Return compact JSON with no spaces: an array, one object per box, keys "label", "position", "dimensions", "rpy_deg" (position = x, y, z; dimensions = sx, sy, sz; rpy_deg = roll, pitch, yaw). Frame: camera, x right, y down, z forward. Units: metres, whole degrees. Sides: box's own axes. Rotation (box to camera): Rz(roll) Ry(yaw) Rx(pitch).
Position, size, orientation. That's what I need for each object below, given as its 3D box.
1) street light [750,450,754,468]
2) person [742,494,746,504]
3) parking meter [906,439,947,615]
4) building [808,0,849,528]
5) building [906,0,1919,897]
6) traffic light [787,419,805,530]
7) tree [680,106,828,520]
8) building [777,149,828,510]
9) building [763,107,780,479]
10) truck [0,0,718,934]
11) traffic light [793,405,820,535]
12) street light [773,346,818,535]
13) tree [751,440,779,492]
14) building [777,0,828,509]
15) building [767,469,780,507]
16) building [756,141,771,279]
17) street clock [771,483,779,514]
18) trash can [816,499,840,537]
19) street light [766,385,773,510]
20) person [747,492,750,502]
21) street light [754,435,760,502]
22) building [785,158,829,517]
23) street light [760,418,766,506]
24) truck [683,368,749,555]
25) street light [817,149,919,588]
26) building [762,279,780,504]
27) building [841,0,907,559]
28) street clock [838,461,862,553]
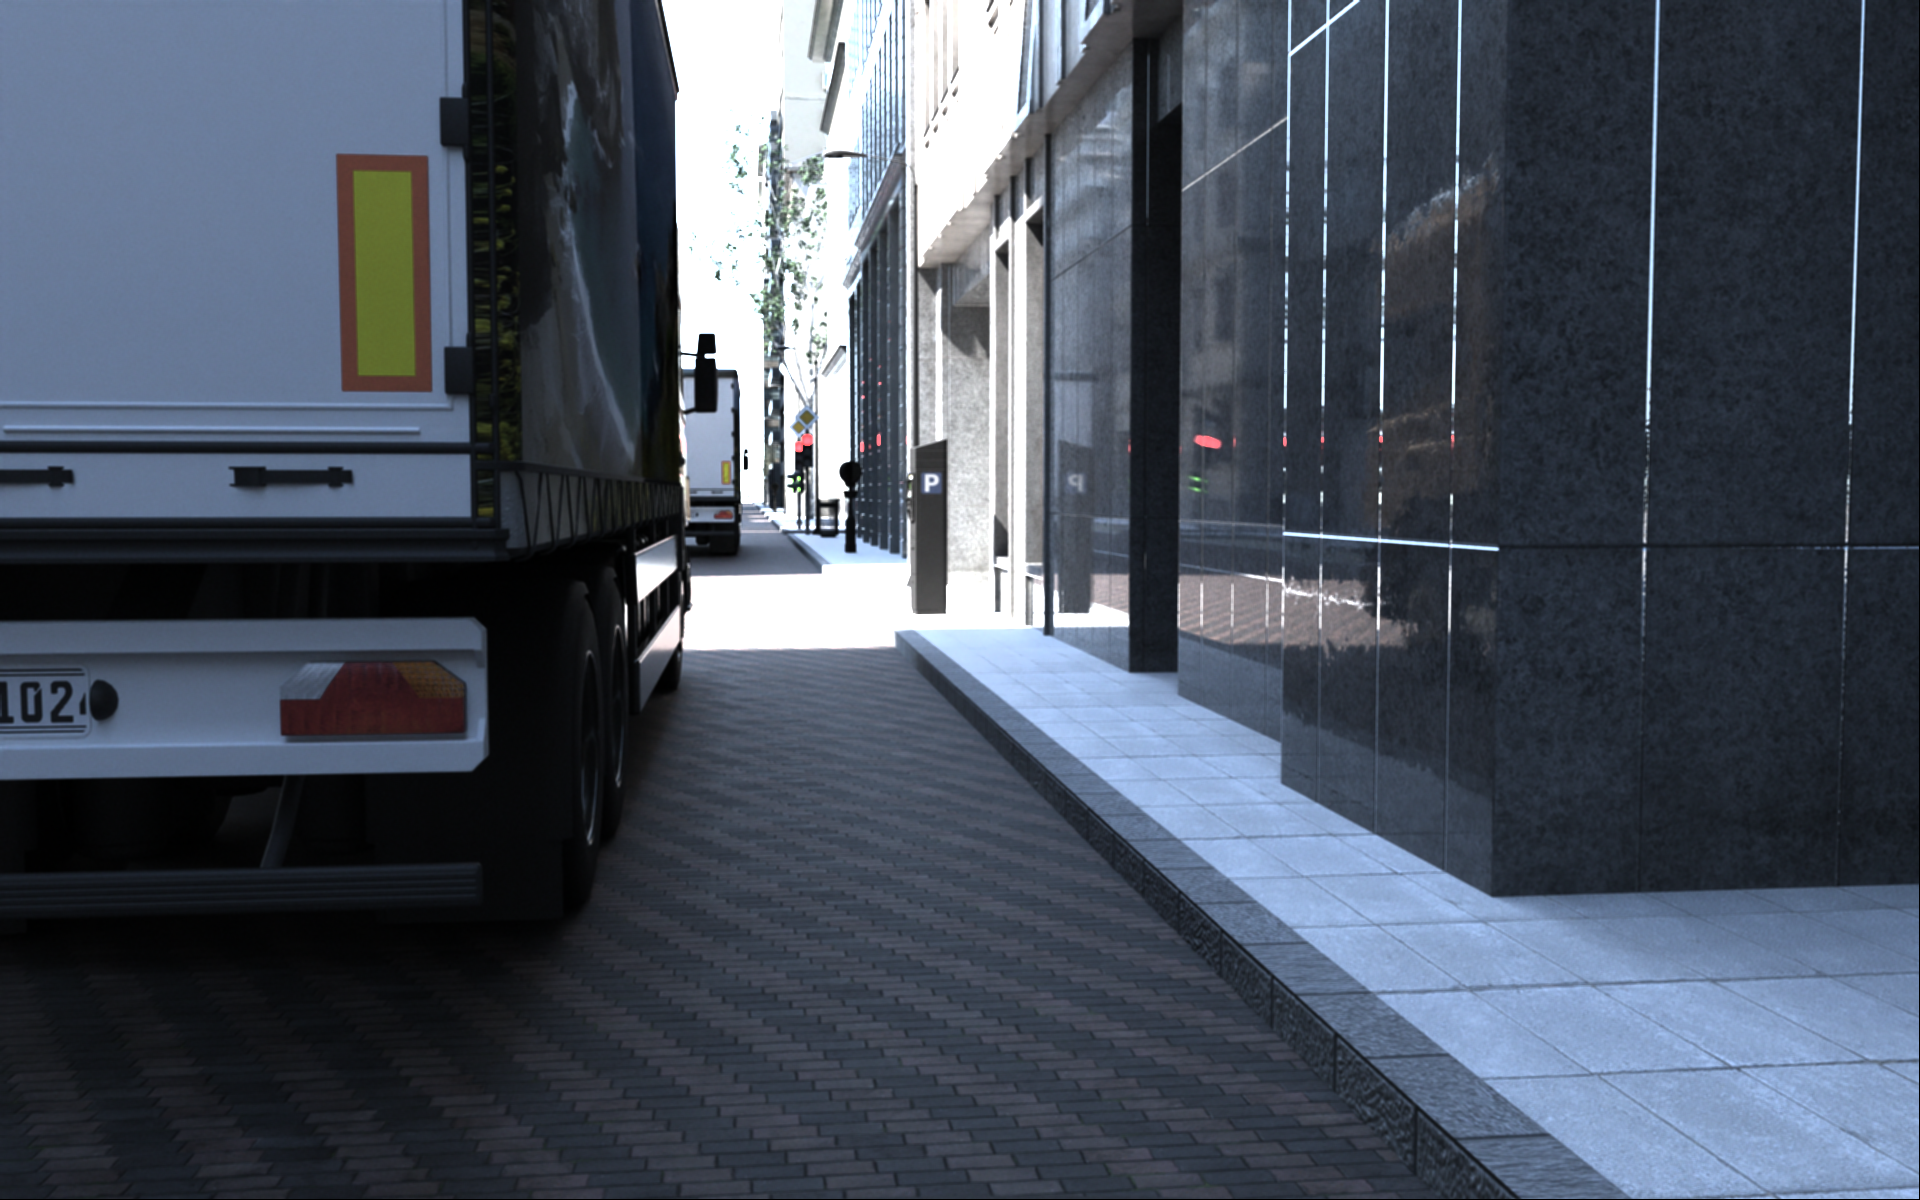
[{"label":"street light","position":[-20.868,-12.732,180.711],"dimensions":[1.470,5.913,1.316],"rpy_deg":[0,4,-7]},{"label":"person","position":[-32.176,-15.056,257.853],"dimensions":[0.628,1.438,0.799],"rpy_deg":[-1,4,-9]},{"label":"parking meter","position":[-0.350,-0.776,18.394],"dimensions":[0.399,1.863,0.255],"rpy_deg":[-1,4,-16]},{"label":"building","position":[9.132,-14.571,71.519],"dimensions":[30.059,22.955,16.112],"rpy_deg":[0,4,-7]},{"label":"building","position":[6.423,-12.068,15.335],"dimensions":[12.078,24.808,19.932],"rpy_deg":[0,4,-7]},{"label":"traffic light","position":[-5.826,-4.502,62.525],"dimensions":[0.839,4.253,0.868],"rpy_deg":[0,4,-7]},{"label":"tree","position":[-8.842,-14.104,86.483],"dimensions":[12.611,20.169,13.585],"rpy_deg":[0,3,0]},{"label":"building","position":[-6.745,-20.076,125.508],"dimensions":[12.463,27.353,25.104],"rpy_deg":[0,4,-7]},{"label":"building","position":[-10.640,-35.401,198.417],"dimensions":[23.786,49.044,30.456],"rpy_deg":[0,4,-7]},{"label":"truck","position":[-2.823,-1.239,9.163],"dimensions":[2.839,4.237,11.283],"rpy_deg":[0,4,-7]},{"label":"traffic light","position":[-4.836,-4.017,54.601],"dimensions":[0.839,4.253,0.868],"rpy_deg":[0,4,-7]},{"label":"street light","position":[-5.053,-5.014,54.527],"dimensions":[1.470,5.913,1.316],"rpy_deg":[0,4,-7]},{"label":"tree","position":[-24.729,-16.687,223.186],"dimensions":[4.360,8.622,3.978],"rpy_deg":[0,3,0]},{"label":"building","position":[-4.943,-32.277,151.427],"dimensions":[21.300,48.544,21.600],"rpy_deg":[0,4,-7]},{"label":"building","position":[-8.802,-44.846,171.484],"dimensions":[20.563,71.187,20.611],"rpy_deg":[0,4,-7]},{"label":"building","position":[-15.204,-40.695,254.594],"dimensions":[28.713,52.752,27.495],"rpy_deg":[0,4,-7]},{"label":"street clock","position":[-12.111,-6.660,113.461],"dimensions":[0.471,2.002,0.358],"rpy_deg":[0,4,3]},{"label":"trash can","position":[-3.925,-2.444,51.609],"dimensions":[0.748,1.137,0.748],"rpy_deg":[0,3,0]},{"label":"street light","position":[-7.405,-6.194,73.817],"dimensions":[1.470,5.913,1.316],"rpy_deg":[0,4,-7]},{"label":"person","position":[-32.176,-15.547,263.605],"dimensions":[0.541,1.710,0.530],"rpy_deg":[-1,4,-23]},{"label":"street light","position":[-15.219,-10.018,136.341],"dimensions":[1.470,5.913,1.316],"rpy_deg":[0,4,-7]},{"label":"building","position":[-5.081,-15.272,104.447],"dimensions":[10.420,20.320,16.860],"rpy_deg":[0,4,-7]},{"label":"street light","position":[-11.254,-8.137,105.574],"dimensions":[1.470,5.913,1.316],"rpy_deg":[0,4,-7]},{"label":"truck","position":[-6.801,-3.369,43.991],"dimensions":[2.839,4.237,11.283],"rpy_deg":[0,4,-7]},{"label":"street light","position":[-1.141,-3.119,23.530],"dimensions":[1.470,5.913,1.316],"rpy_deg":[0,4,-7]},{"label":"building","position":[-19.478,-28.211,232.954],"dimensions":[14.160,30.474,14.107],"rpy_deg":[0,4,-7]},{"label":"building","position":[3.606,-16.066,40.168],"dimensions":[11.434,29.767,29.804],"rpy_deg":[0,4,-7]},{"label":"street clock","position":[-2.401,-2.042,37.958],"dimensions":[0.471,2.002,0.358],"rpy_deg":[-2,4,-32]}]
